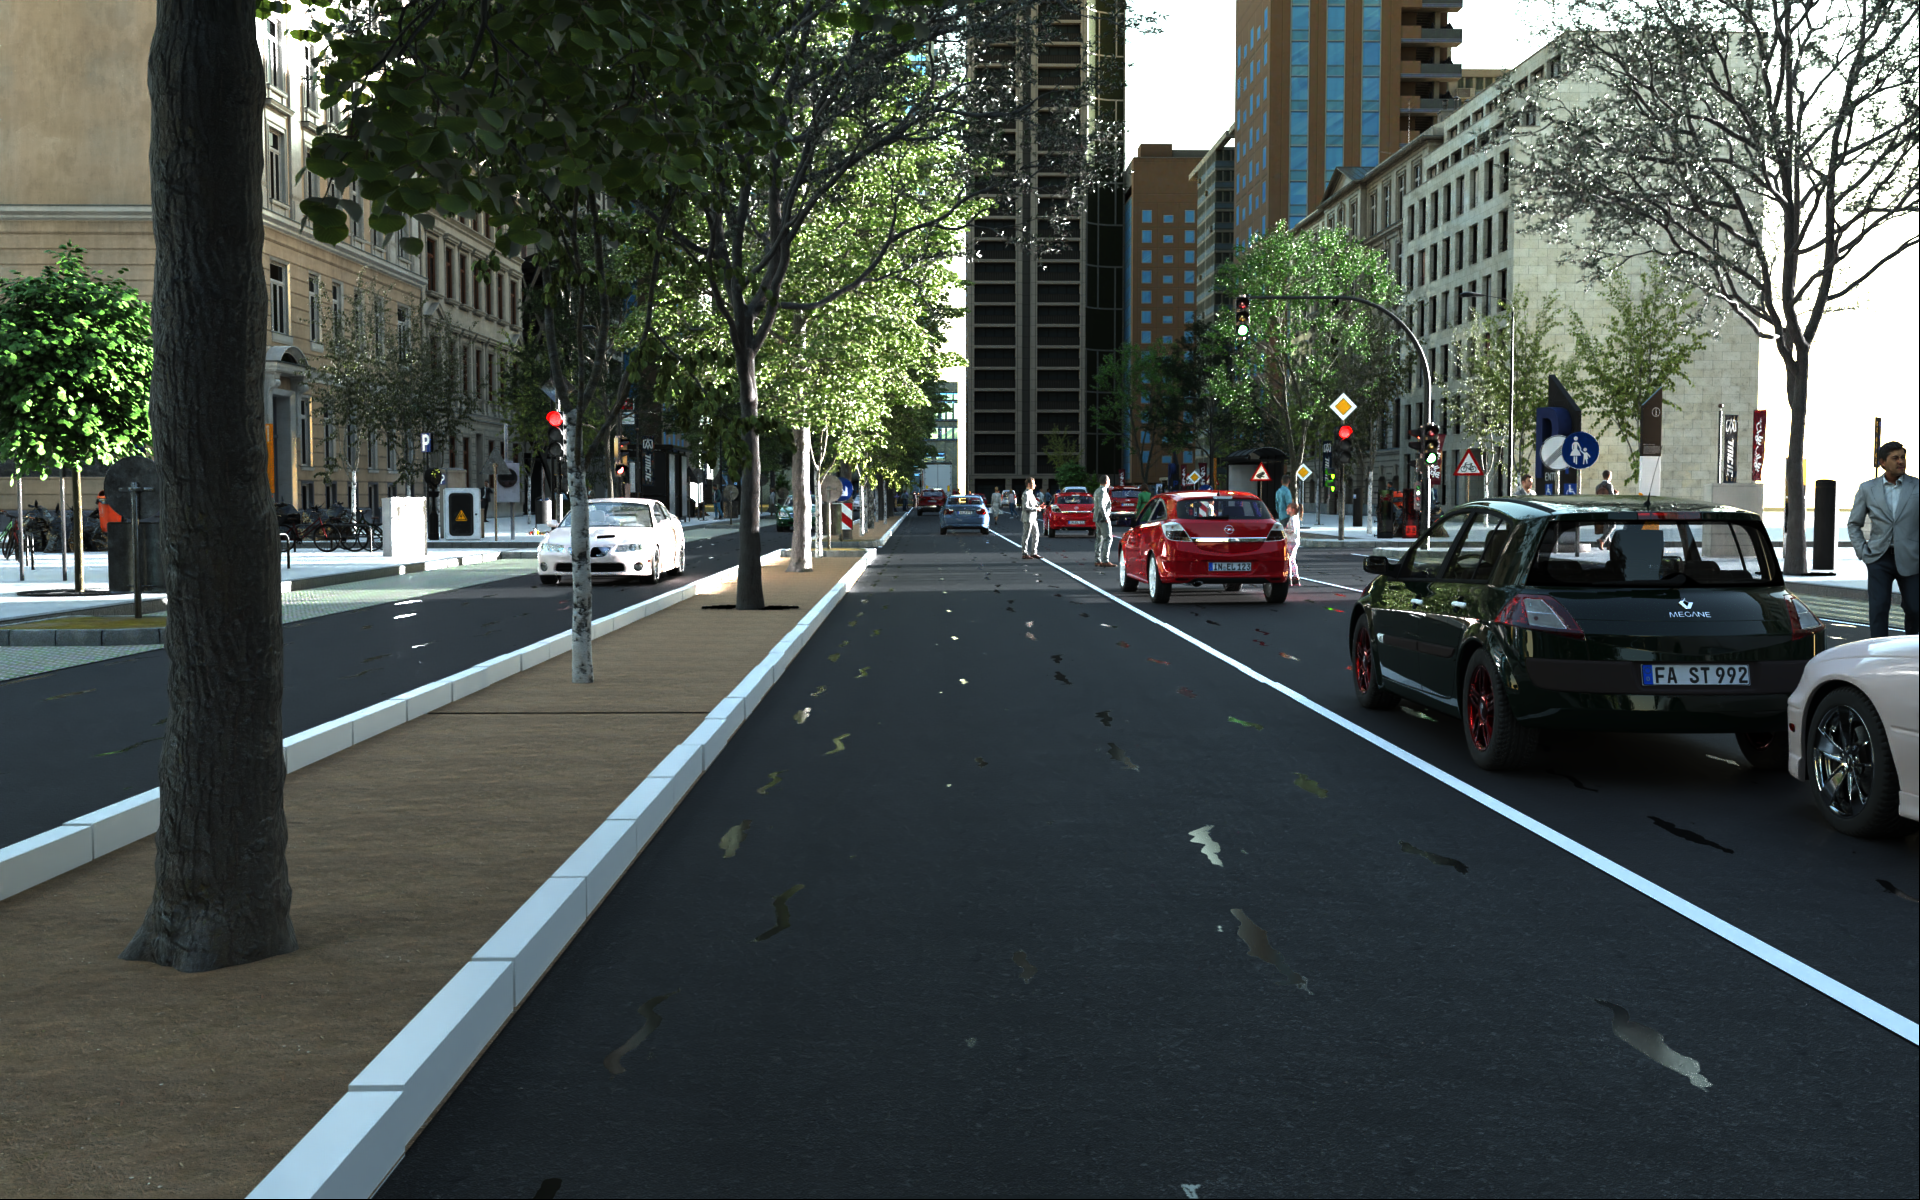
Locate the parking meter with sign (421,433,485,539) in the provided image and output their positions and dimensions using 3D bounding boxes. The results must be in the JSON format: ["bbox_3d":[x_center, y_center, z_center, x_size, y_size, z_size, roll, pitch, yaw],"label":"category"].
[{"bbox_3d":[-14.642,-3.293,50.102,0.543,3.016,1.738,3,5,43],"label":"parking meter with sign"}]

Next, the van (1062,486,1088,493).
[{"bbox_3d":[6.389,-5.520,97.265,2.013,2.044,4.112,0,4,1],"label":"van"}]

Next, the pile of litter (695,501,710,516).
[{"bbox_3d":[-15.346,-5.380,101.929,1.176,0.858,1.719,-3,5,-42],"label":"pile of litter"}]

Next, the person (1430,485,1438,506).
[{"bbox_3d":[19.229,-3.952,70.847,0.721,1.800,0.419,-1,4,-19],"label":"person"}]

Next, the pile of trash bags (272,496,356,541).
[{"bbox_3d":[-18.735,-2.391,48.848,3.447,1.369,1.912,2,4,29],"label":"pile of trash bags"}]

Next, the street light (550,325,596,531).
[{"bbox_3d":[-10.703,-4.599,47.742,1.470,5.913,1.316,0,4,-1],"label":"street light"}]

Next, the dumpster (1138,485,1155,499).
[{"bbox_3d":[11.333,-6.167,106.592,1.264,1.857,1.865,0,4,-1],"label":"dumpster"}]

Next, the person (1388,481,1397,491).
[{"bbox_3d":[18.383,-4.158,74.012,0.794,1.824,0.713,-2,4,-32],"label":"person"}]

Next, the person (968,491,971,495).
[{"bbox_3d":[1.065,-10.850,186.621,1.217,1.743,0.721,1,4,16],"label":"person"}]

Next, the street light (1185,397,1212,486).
[{"bbox_3d":[11.418,-6.736,82.668,1.470,5.913,1.316,0,4,-1],"label":"street light"}]

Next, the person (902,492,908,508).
[{"bbox_3d":[-5.433,-10.045,172.608,0.709,1.838,0.599,-1,4,-10],"label":"person"}]

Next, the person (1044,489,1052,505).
[{"bbox_3d":[6.439,-7.203,126.260,0.705,1.826,1.348,-3,4,-36],"label":"person"}]

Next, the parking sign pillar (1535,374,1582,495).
[{"bbox_3d":[13.277,-3.057,38.460,1.447,3.967,1.447,0,4,-7],"label":"parking sign pillar"}]

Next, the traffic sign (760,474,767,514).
[{"bbox_3d":[-12.771,-6.807,111.408,0.768,2.556,0.104,0,4,-1],"label":"traffic sign"}]

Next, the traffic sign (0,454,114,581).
[{"bbox_3d":[-13.559,-1.936,25.529,2.265,3.308,0.079,0,4,2],"label":"traffic sign"}]

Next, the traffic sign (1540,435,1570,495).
[{"bbox_3d":[12.901,-2.283,37.435,0.768,2.556,0.104,0,4,6],"label":"traffic sign"}]

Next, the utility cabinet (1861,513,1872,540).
[{"bbox_3d":[25.409,-2.423,48.302,0.318,1.500,1.173,3,4,39],"label":"utility cabinet"}]

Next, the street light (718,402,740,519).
[{"bbox_3d":[-11.555,-7.037,87.588,1.470,5.913,1.316,0,4,-1],"label":"street light"}]

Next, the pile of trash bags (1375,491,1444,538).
[{"bbox_3d":[13.560,-2.621,52.600,1.912,1.369,3.447,0,3,0],"label":"pile of trash bags"}]

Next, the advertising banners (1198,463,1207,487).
[{"bbox_3d":[14.232,-6.143,96.631,2.074,3.025,0.090,-1,4,-16],"label":"advertising banners"}]

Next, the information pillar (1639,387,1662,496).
[{"bbox_3d":[15.086,-2.843,37.837,0.504,3.616,0.183,-1,4,-14],"label":"information pillar"}]

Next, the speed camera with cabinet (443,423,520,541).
[{"bbox_3d":[-13.321,-3.295,48.207,2.038,3.252,0.660,-1,4,-18],"label":"speed camera with cabinet"}]

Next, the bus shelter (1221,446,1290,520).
[{"bbox_3d":[12.998,-5.044,76.400,2.014,3.302,5.546,0,4,-1],"label":"bus shelter"}]

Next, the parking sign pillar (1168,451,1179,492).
[{"bbox_3d":[13.395,-7.343,108.523,1.447,3.967,1.447,0,4,-4],"label":"parking sign pillar"}]

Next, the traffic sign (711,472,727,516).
[{"bbox_3d":[-13.686,-6.018,98.390,0.884,2.594,0.081,0,4,4],"label":"traffic sign"}]

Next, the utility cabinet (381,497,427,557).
[{"bbox_3d":[-11.505,-1.511,35.874,0.306,1.237,1.020,2,4,25],"label":"utility cabinet"}]

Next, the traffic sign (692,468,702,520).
[{"bbox_3d":[-12.988,-5.252,85.968,0.768,2.556,0.104,0,4,6],"label":"traffic sign"}]

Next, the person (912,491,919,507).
[{"bbox_3d":[-4.808,-10.874,187.085,0.742,1.727,0.445,-2,4,-34],"label":"person"}]

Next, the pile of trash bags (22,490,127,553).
[{"bbox_3d":[-19.441,-1.752,38.405,3.447,1.369,1.912,3,5,40],"label":"pile of trash bags"}]

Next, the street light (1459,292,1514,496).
[{"bbox_3d":[12.164,-4.123,39.954,1.470,5.913,1.316,0,4,-1],"label":"street light"}]

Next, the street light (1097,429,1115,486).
[{"bbox_3d":[10.412,-9.195,122.881,1.470,5.913,1.316,0,4,-1],"label":"street light"}]

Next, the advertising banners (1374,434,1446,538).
[{"bbox_3d":[13.015,-3.296,50.072,2.074,3.025,0.090,0,4,-5],"label":"advertising banners"}]

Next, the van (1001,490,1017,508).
[{"bbox_3d":[5.100,-10.800,183.584,2.013,2.044,4.112,0,3,0],"label":"van"}]

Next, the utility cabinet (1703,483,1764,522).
[{"bbox_3d":[15.640,-1.614,35.071,1.173,1.500,0.318,-1,4,-12],"label":"utility cabinet"}]

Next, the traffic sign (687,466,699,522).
[{"bbox_3d":[-12.568,-4.915,80.365,0.884,2.594,0.081,0,4,2],"label":"traffic sign"}]

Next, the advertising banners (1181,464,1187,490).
[{"bbox_3d":[13.570,-6.434,101.386,0.090,3.025,2.074,-2,4,-31],"label":"advertising banners"}]

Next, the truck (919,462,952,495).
[{"bbox_3d":[-2.165,-10.235,156.258,2.839,4.237,11.283,0,4,-2],"label":"truck"}]

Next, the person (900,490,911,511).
[{"bbox_3d":[-4.665,-8.459,146.893,0.705,1.814,1.350,3,4,36],"label":"person"}]

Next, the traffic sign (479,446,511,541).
[{"bbox_3d":[-12.625,-2.879,47.069,0.884,2.594,0.081,0,4,3],"label":"traffic sign"}]

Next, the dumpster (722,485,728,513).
[{"bbox_3d":[-15.384,-6.682,115.001,1.264,1.857,1.865,0,4,-1],"label":"dumpster"}]

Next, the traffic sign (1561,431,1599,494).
[{"bbox_3d":[12.609,-2.153,35.306,0.768,2.556,0.104,0,4,2],"label":"traffic sign"}]

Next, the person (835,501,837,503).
[{"bbox_3d":[-11.441,-9.199,158.912,1.348,1.823,0.705,2,4,31],"label":"person"}]

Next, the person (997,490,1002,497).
[{"bbox_3d":[3.302,-8.204,143.160,0.750,1.759,0.617,1,4,22],"label":"person"}]

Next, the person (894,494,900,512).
[{"bbox_3d":[-4.976,-7.899,137.518,0.599,1.838,0.709,-2,4,-28],"label":"person"}]

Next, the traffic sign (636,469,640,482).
[{"bbox_3d":[-15.796,-5.251,85.966,0.768,2.556,0.104,0,4,5],"label":"traffic sign"}]

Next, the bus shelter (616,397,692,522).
[{"bbox_3d":[-13.171,-5.918,74.394,2.179,5.291,8.768,0,4,-1],"label":"bus shelter"}]

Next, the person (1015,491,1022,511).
[{"bbox_3d":[5.225,-8.535,148.872,1.217,1.723,0.721,1,4,16],"label":"person"}]

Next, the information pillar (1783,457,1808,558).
[{"bbox_3d":[16.656,-1.838,34.548,0.304,2.012,0.304,-3,4,-36],"label":"information pillar"}]

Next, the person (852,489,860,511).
[{"bbox_3d":[-8.801,-8.569,148.595,1.348,1.826,0.705,1,4,21],"label":"person"}]

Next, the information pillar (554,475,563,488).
[{"bbox_3d":[-15.112,-3.705,65.061,0.304,2.012,0.304,2,4,24],"label":"information pillar"}]

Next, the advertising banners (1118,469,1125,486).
[{"bbox_3d":[12.014,-7.647,121.222,2.074,3.025,0.090,2,4,31],"label":"advertising banners"}]

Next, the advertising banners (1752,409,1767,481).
[{"bbox_3d":[16.462,-2.471,36.585,0.090,3.025,2.074,0,4,-3],"label":"advertising banners"}]
